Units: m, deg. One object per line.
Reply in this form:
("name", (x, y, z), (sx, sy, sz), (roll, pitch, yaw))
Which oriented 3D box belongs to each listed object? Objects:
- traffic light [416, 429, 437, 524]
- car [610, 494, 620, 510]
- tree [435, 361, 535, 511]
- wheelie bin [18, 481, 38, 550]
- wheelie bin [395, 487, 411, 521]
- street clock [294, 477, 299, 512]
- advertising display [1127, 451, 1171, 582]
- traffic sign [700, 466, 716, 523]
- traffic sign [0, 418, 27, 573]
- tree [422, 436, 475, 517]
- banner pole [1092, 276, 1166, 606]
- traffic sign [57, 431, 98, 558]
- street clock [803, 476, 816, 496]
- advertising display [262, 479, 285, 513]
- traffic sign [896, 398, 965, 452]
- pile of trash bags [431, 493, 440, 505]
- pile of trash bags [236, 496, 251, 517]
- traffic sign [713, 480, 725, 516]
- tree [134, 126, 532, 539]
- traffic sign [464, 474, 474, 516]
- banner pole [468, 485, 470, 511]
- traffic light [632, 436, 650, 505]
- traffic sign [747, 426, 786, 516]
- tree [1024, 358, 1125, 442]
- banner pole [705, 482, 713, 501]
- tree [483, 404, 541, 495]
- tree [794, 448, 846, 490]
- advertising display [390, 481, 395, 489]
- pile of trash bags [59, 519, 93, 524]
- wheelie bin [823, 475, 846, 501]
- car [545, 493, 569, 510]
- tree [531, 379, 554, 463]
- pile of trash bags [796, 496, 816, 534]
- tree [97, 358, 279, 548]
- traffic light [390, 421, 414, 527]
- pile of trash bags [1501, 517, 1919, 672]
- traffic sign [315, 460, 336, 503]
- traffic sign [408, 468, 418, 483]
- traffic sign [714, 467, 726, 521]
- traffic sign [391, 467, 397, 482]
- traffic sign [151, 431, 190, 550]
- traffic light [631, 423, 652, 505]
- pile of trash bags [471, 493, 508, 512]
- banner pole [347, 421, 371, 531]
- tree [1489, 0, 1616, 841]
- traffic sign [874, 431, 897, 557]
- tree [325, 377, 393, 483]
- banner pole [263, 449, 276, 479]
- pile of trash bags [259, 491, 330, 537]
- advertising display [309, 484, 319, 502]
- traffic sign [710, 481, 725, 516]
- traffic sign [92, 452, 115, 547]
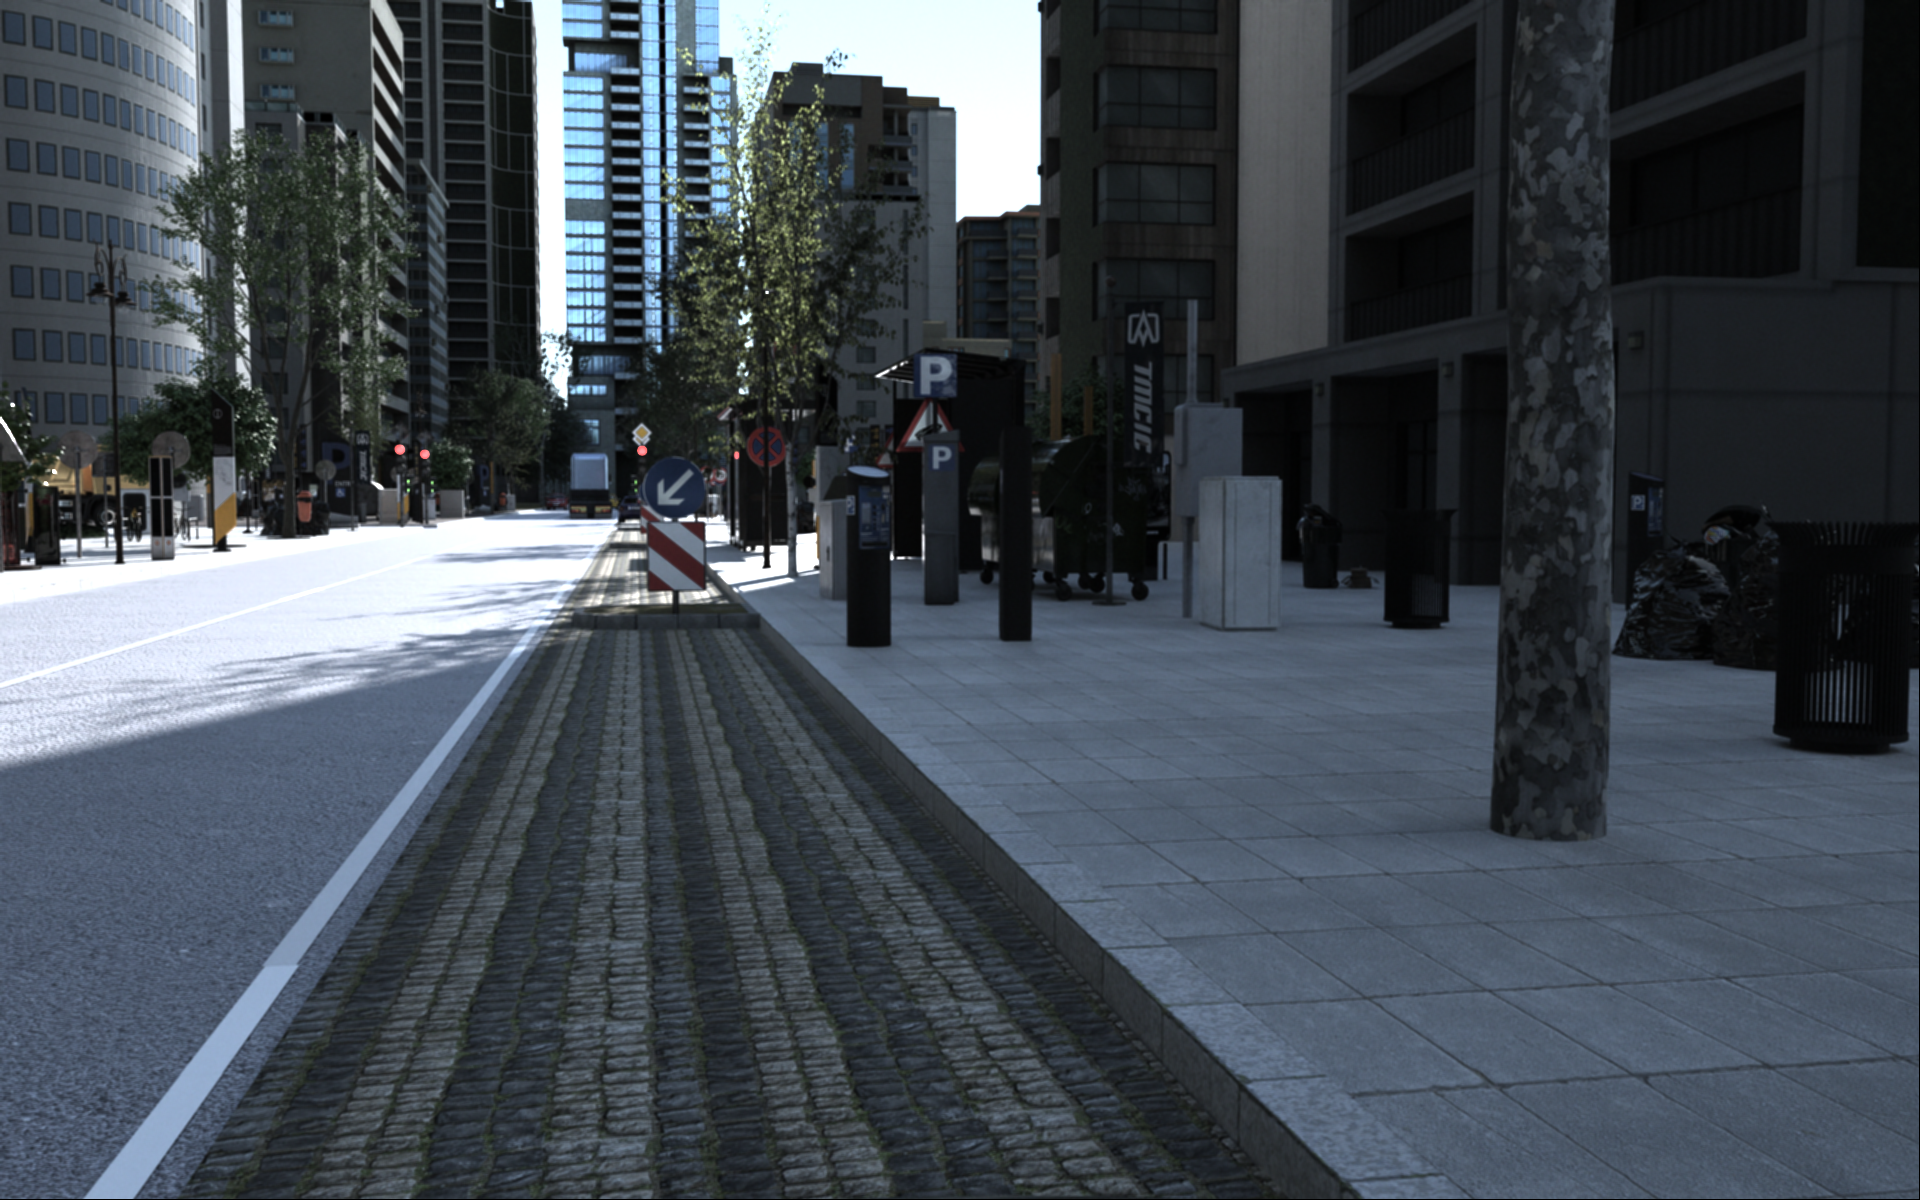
("traffic light", (-22.884, -5.221, 74.288), (0.839, 4.253, 0.868), (-1, 4, -11))
("car", (-32.460, -9.174, 160.223), (2.015, 1.641, 3.980), (-1, 4, -10))
("tree", (-33.765, -11.505, 122.523), (8.767, 10.594, 7.601), (2, 4, 35))
("wheelie bin", (-21.726, -1.972, 40.156), (0.980, 1.594, 0.693), (-2, 4, -31))
("wheelie bin", (-26.655, -4.568, 82.601), (0.980, 1.594, 0.693), (2, 4, 27))
("street clock", (-28.203, -4.216, 73.505), (0.358, 2.002, 0.471), (2, 4, 30))
("advertising display", (2.786, -1.250, 25.646), (0.123, 1.923, 0.974), (3, 5, 43))
("traffic sign", (-11.361, -4.762, 77.964), (0.768, 2.556, 0.104), (0, 4, -4))
("traffic sign", (-15.674, -1.727, 28.248), (0.884, 2.594, 0.081), (0, 4, -1))
("tree", (-28.969, -6.957, 97.459), (4.285, 4.588, 4.351), (0, 3, 0))
("banner pole", (1.949, -1.828, 19.903), (0.863, 3.779, 0.401), (1, 4, 20))
("traffic sign", (-17.700, -2.119, 34.747), (0.768, 2.556, 0.104), (-1, 4, -9))
("street clock", (-5.944, -3.913, 68.544), (0.471, 2.002, 0.358), (1, 4, 17))
("advertising display", (-30.136, -4.334, 76.071), (0.974, 1.923, 0.123), (0, 4, -5))
("traffic sign", (-0.378, -1.345, 21.992), (0.884, 2.594, 0.081), (-1, 4, -8))
("pile of trash bags", (-40.171, -7.411, 130.927), (3.447, 1.369, 1.912), (3, 5, 41))
("pile of trash bags", (-40.223, -5.278, 96.048), (1.912, 1.369, 3.447), (1, 4, 10))
("traffic sign", (-14.226, -6.257, 102.406), (0.768, 2.556, 0.104), (0, 4, -2))
("tree", (-19.243, -7.560, 49.360), (9.928, 11.665, 9.643), (0, 3, 0))
("traffic sign", (-28.564, -6.132, 100.357), (0.768, 2.556, 0.104), (0, 4, -4))
("banner pole", (-37.481, -8.667, 131.715), (0.401, 3.779, 0.863), (-3, 5, -43))
("traffic light", (-13.980, -5.324, 75.966), (0.839, 4.253, 0.868), (-1, 4, -11))
("traffic sign", (-3.604, -1.979, 32.466), (0.768, 2.556, 0.104), (0, 4, -1))
("tree", (3.167, -3.562, 41.951), (4.285, 4.588, 4.351), (0, 3, 0))
("banner pole", (-19.643, -8.873, 135.087), (0.863, 3.779, 0.401), (-2, 4, -27))
("tree", (-34.548, -11.151, 132.677), (4.360, 8.622, 3.978), (0, 3, 0))
("tree", (-10.240, -8.447, 121.828), (4.285, 4.588, 4.351), (0, 3, 0))
("advertising display", (-27.902, -4.888, 85.137), (0.123, 1.923, 0.974), (-2, 4, -24))
("pile of trash bags", (-39.259, -3.976, 74.762), (3.447, 1.369, 1.912), (1, 4, 10))
("wheelie bin", (-1.876, -1.281, 28.851), (0.980, 1.594, 0.693), (3, 5, 40))
("car", (-36.580, -9.067, 157.282), (2.155, 1.783, 4.494), (-1, 4, -10))
("tree", (-37.192, -13.298, 143.176), (9.928, 11.665, 9.643), (0, 3, 0))
("pile of trash bags", (-5.655, -2.835, 56.109), (1.912, 1.369, 3.447), (0, 4, 6))
("tree", (-18.145, -3.569, 42.061), (4.285, 4.588, 4.351), (0, 3, 0))
("traffic light", (-21.412, -4.741, 66.439), (0.839, 4.253, 0.868), (-1, 4, -11))
("pile of trash bags", (5.748, -0.213, 13.228), (3.447, 1.369, 1.912), (-1, 4, -13))
("traffic sign", (-23.495, -3.917, 64.144), (0.768, 2.556, 0.104), (0, 4, -2))
("traffic sign", (-26.510, -5.135, 84.057), (0.768, 2.556, 0.104), (0, 4, -2))
("traffic sign", (-11.212, -4.958, 81.176), (0.768, 2.556, 0.104), (0, 4, -4))
("traffic sign", (-25.060, -4.729, 77.432), (0.768, 2.556, 0.104), (0, 4, -5))
("traffic sign", (-15.925, -2.132, 34.967), (0.768, 2.556, 0.104), (0, 4, -3))
("traffic light", (-12.509, -4.844, 68.118), (0.839, 4.253, 0.868), (-1, 4, -11))
("pile of trash bags", (-33.928, -7.141, 126.502), (1.912, 1.369, 3.447), (-3, 4, -36))
("banner pole", (-20.777, -4.271, 59.841), (0.863, 3.779, 0.401), (-1, 4, -20))
("tree", (2.965, -9.259, 7.278), (12.611, 20.169, 13.585), (0, 3, 0))
("traffic sign", (-1.355, -2.165, 35.397), (0.884, 2.594, 0.081), (-1, 4, -10))
("tree", (-35.181, -9.284, 102.157), (4.737, 8.622, 4.395), (0, 3, 0))
("banner pole", (-38.051, -6.461, 95.652), (0.863, 3.779, 0.401), (-2, 4, -30))
("pile of trash bags", (-20.411, -2.670, 53.413), (1.912, 1.369, 3.447), (-2, 4, -29))
("advertising display", (-42.925, -6.720, 115.088), (0.974, 1.923, 0.123), (3, 4, 38))
("traffic sign", (-14.448, -6.311, 103.184), (0.884, 2.594, 0.081), (-1, 4, -9))
("traffic sign", (-20.615, -2.426, 41.788), (0.606, 2.300, 0.079), (0, 4, -8))
